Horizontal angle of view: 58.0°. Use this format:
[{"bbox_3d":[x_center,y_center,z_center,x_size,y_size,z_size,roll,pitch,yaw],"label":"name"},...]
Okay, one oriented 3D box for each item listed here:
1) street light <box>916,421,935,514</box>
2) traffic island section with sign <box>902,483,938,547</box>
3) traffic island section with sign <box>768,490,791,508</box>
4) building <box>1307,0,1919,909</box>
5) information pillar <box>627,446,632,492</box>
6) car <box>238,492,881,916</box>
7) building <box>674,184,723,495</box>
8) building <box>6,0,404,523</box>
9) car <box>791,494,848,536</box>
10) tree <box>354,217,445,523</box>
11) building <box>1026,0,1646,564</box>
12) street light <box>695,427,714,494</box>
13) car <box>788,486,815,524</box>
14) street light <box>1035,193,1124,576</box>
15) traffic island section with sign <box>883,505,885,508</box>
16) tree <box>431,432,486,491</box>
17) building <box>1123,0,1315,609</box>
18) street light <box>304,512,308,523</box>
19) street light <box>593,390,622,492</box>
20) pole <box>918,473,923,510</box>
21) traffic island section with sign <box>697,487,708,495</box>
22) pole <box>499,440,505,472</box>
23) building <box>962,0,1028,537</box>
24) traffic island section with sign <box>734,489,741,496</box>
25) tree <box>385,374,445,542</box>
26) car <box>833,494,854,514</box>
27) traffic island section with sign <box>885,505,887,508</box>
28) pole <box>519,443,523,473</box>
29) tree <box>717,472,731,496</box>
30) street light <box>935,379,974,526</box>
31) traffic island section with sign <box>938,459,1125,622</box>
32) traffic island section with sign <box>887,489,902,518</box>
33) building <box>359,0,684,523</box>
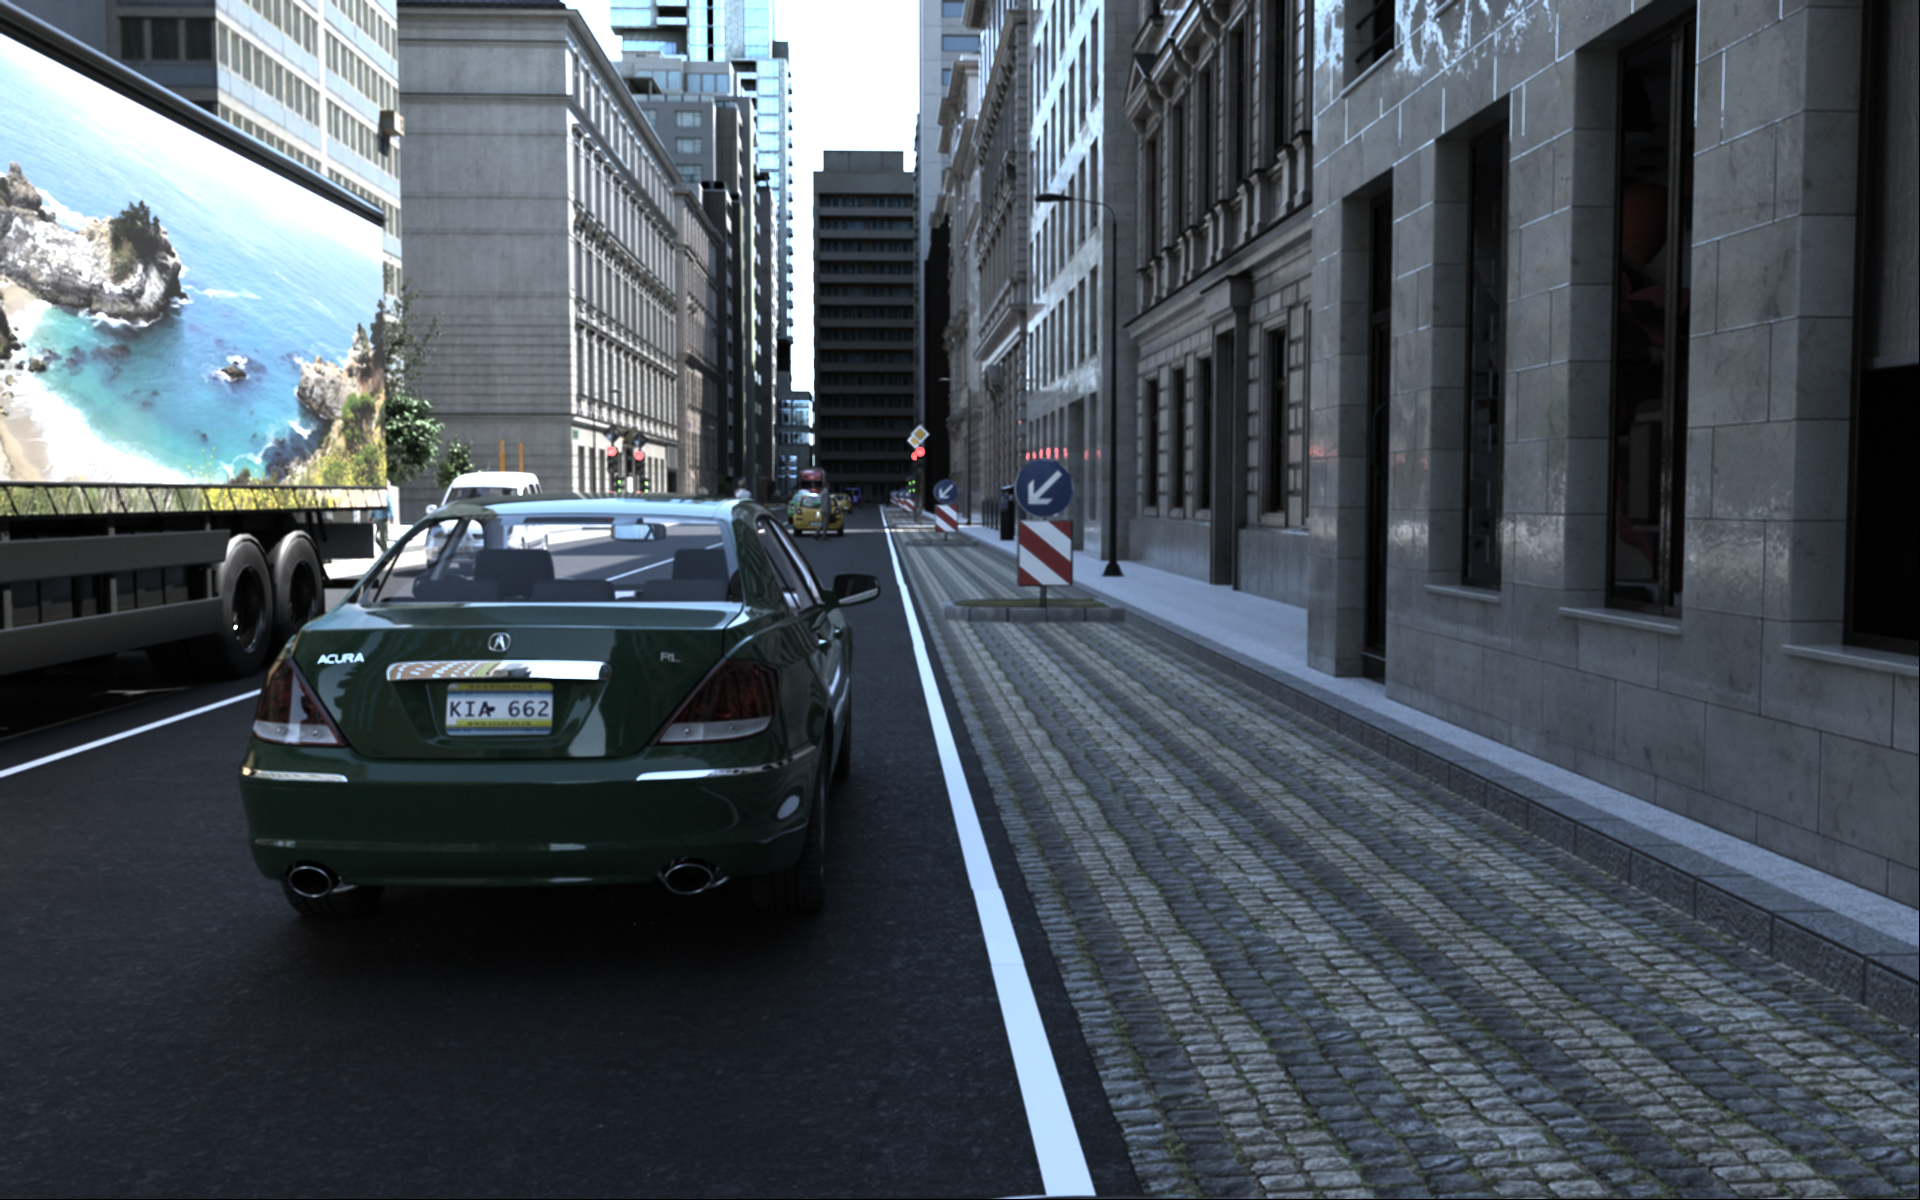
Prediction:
[{"bbox_3d":[-2.129,-8.427,110.320,1.470,5.913,1.316,0,4,-3],"label":"street light"},{"bbox_3d":[-0.520,-2.394,47.764,1.989,1.847,2.006,0,4,-3],"label":"traffic island section with sign"},{"bbox_3d":[-18.855,-10.437,179.264,1.989,1.847,2.006,0,4,-3],"label":"traffic island section with sign"},{"bbox_3d":[8.173,-9.138,4.164,10.420,20.320,16.860,0,4,-3],"label":"building"},{"bbox_3d":[-16.292,-5.751,85.386,0.183,3.616,0.504,1,4,11],"label":"information pillar"},{"bbox_3d":[-1.410,0.272,7.344,2.131,1.459,4.920,0,4,-2],"label":"car"},{"bbox_3d":[-25.411,-20.531,132.937,12.463,27.353,25.104,0,4,-3],"label":"building"},{"bbox_3d":[-30.356,-22.007,51.704,23.993,40.220,32.217,0,4,-3],"label":"building"},{"bbox_3d":[-4.879,-3.045,60.005,2.015,1.641,3.980,0,4,-3],"label":"car"},{"bbox_3d":[-14.784,-5.624,42.317,4.360,8.622,3.978,0,3,0],"label":"tree"},{"bbox_3d":[7.506,-11.418,41.443,10.420,20.320,16.860,0,4,-3],"label":"building"},{"bbox_3d":[-17.746,-9.022,120.049,1.470,5.913,1.316,0,4,-3],"label":"street light"},{"bbox_3d":[-7.419,-4.635,84.582,1.959,1.807,4.718,0,4,-2],"label":"car"},{"bbox_3d":[1.854,-3.327,26.945,1.470,5.913,1.316,0,4,-3],"label":"street light"},{"bbox_3d":[-6.839,-10.463,179.689,1.989,1.847,2.006,0,4,-3],"label":"traffic island section with sign"},{"bbox_3d":[-15.588,-3.638,54.091,1.663,3.219,1.824,0,3,0],"label":"tree"},{"bbox_3d":[8.343,-9.715,23.460,10.561,19.102,19.286,0,4,-3],"label":"building"},{"bbox_3d":[-13.844,-4.005,38.017,1.470,5.913,1.316,0,4,-3],"label":"street light"},{"bbox_3d":[-15.740,-6.398,77.154,1.470,5.913,1.316,0,4,-3],"label":"street light"},{"bbox_3d":[-3.042,-8.835,138.292,0.158,3.312,0.155,0,3,0],"label":"pole"},{"bbox_3d":[-15.166,-5.728,102.278,1.989,1.847,2.006,0,4,-3],"label":"traffic island section with sign"},{"bbox_3d":[-17.128,-4.344,64.872,0.158,3.312,0.155,0,3,0],"label":"pole"},{"bbox_3d":[6.063,-14.139,60.058,11.050,23.489,19.941,0,4,-3],"label":"building"},{"bbox_3d":[-16.467,-7.380,129.283,1.989,1.847,2.006,0,4,-3],"label":"traffic island section with sign"},{"bbox_3d":[-15.710,-3.871,47.008,4.285,4.588,4.351,0,3,0],"label":"tree"},{"bbox_3d":[-8.901,-7.255,128.836,2.015,1.641,3.980,0,4,-1],"label":"car"},{"bbox_3d":[-4.447,-7.406,129.721,1.989,1.847,2.006,0,4,-3],"label":"traffic island section with sign"},{"bbox_3d":[-17.573,-4.622,69.410,0.158,3.312,0.155,0,3,0],"label":"pole"},{"bbox_3d":[-20.913,-9.530,150.419,1.663,3.219,1.824,0,3,0],"label":"tree"},{"bbox_3d":[-0.155,-5.951,69.834,1.470,5.913,1.316,0,4,-3],"label":"street light"},{"bbox_3d":[0.802,-0.706,20.170,1.989,1.847,2.006,0,4,-3],"label":"traffic island section with sign"},{"bbox_3d":[-3.148,-5.749,102.621,1.989,1.847,2.006,0,4,-3],"label":"traffic island section with sign"},{"bbox_3d":[-26.243,-19.652,97.728,17.030,29.872,44.131,0,4,-3],"label":"building"}]
